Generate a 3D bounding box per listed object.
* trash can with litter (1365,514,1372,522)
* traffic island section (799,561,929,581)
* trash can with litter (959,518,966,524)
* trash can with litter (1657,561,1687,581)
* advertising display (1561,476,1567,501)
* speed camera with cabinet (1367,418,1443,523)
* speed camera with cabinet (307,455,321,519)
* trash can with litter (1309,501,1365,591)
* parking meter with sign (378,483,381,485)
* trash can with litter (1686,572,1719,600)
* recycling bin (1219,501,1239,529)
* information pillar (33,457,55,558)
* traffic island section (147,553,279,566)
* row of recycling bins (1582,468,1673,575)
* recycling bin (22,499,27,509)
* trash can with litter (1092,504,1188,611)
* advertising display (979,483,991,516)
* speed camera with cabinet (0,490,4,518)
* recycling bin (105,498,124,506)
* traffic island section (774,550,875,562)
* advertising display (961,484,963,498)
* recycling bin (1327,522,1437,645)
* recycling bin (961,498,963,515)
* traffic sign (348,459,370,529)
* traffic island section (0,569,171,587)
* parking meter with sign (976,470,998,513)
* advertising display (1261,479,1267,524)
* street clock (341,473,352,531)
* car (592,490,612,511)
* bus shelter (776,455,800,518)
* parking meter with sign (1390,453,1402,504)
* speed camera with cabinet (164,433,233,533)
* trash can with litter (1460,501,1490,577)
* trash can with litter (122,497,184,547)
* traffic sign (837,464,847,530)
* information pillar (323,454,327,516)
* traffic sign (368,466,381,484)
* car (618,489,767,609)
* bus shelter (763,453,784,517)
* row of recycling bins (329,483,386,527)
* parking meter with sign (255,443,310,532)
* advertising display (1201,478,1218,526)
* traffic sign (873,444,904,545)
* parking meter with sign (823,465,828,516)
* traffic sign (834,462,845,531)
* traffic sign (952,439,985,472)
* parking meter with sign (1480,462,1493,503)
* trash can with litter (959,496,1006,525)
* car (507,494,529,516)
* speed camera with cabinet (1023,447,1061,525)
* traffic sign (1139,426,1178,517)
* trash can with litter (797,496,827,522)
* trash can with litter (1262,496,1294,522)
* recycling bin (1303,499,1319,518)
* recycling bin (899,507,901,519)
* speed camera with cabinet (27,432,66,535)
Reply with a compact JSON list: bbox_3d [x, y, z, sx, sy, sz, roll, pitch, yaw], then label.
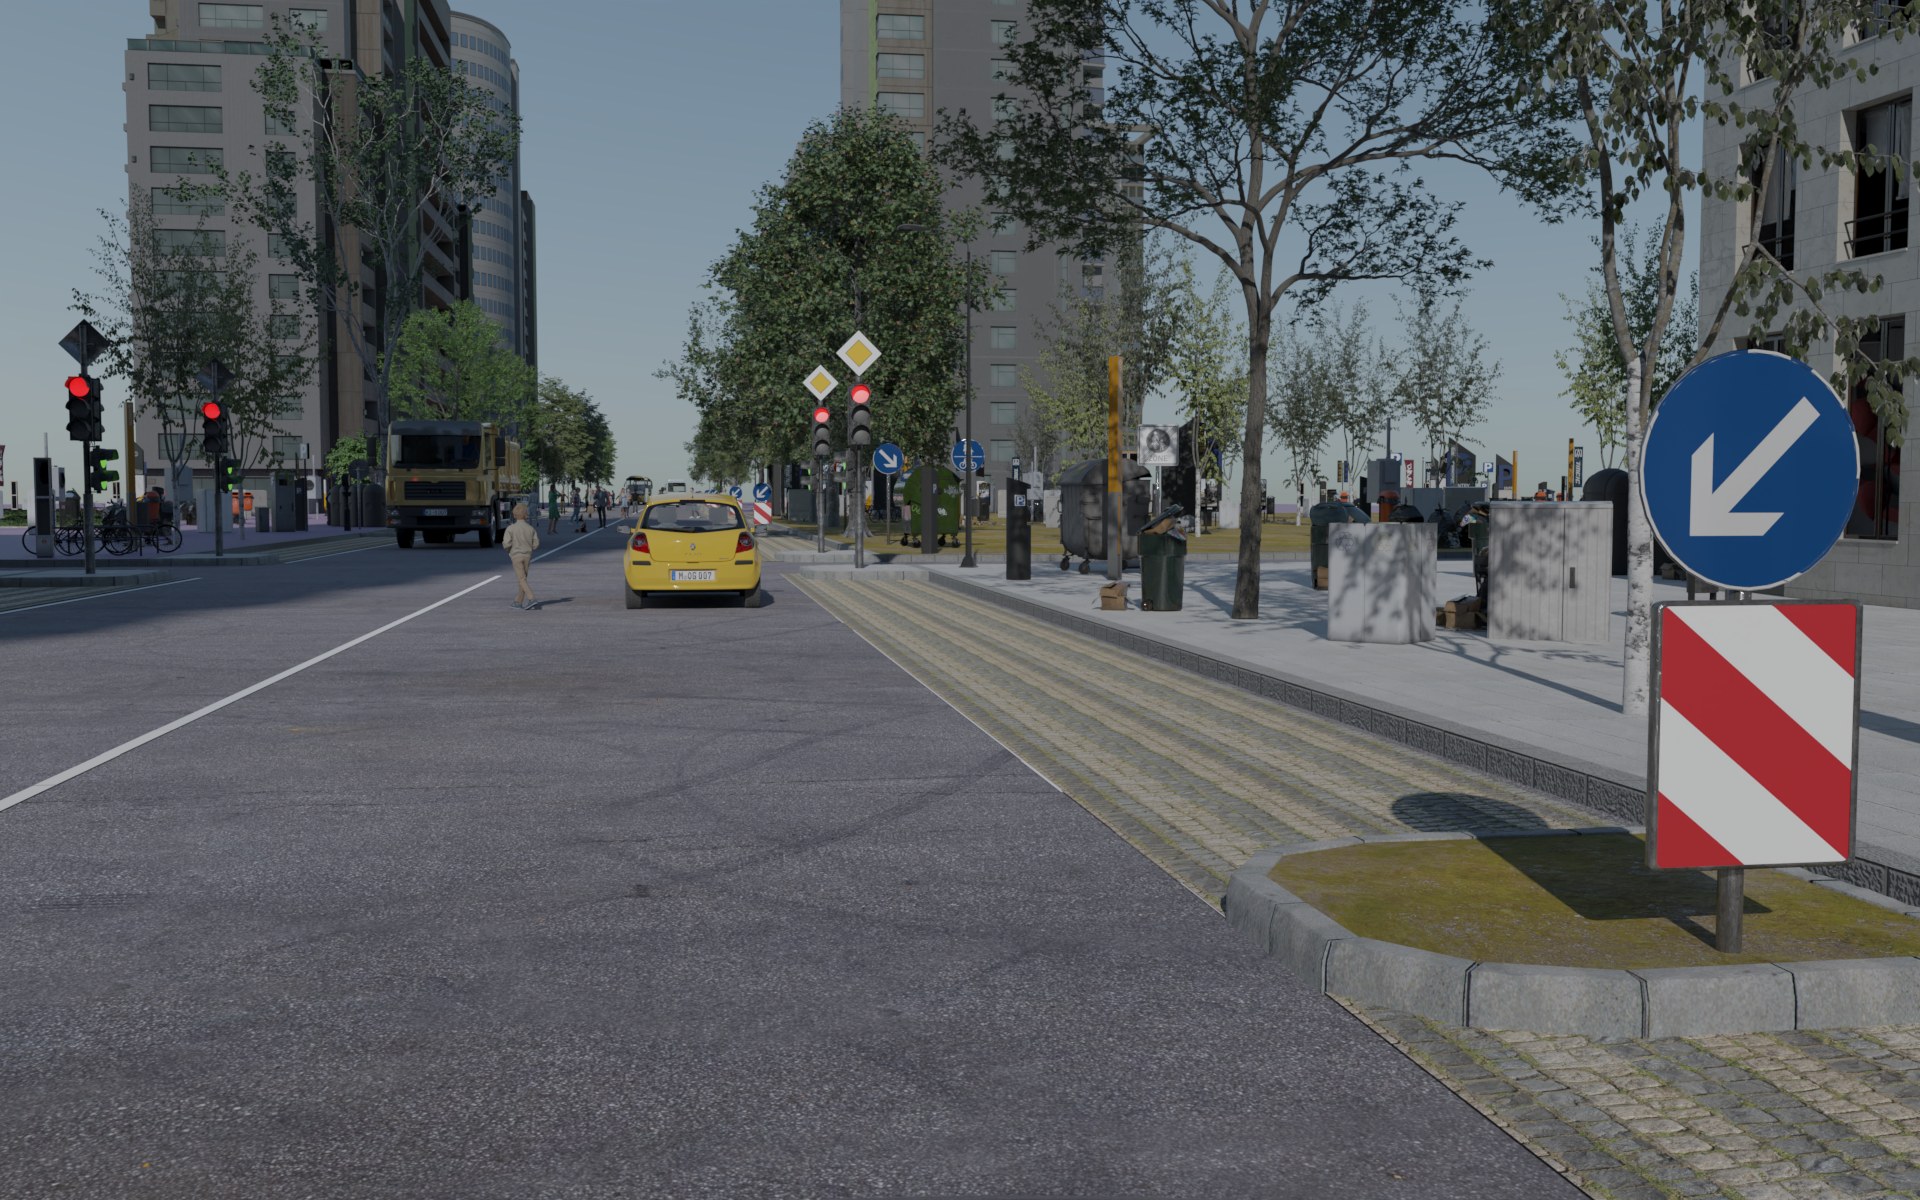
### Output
[{"bbox_3d":[6.234,-0.934,26.654,0.624,1.170,1.055,-3,4,-39],"label":"trash can with litter"},{"bbox_3d":[-1.717,-0.469,29.944,2.009,0.180,2.903,-1,4,-9],"label":"traffic island section"},{"bbox_3d":[-0.184,-3.815,73.761,1.055,1.170,0.624,2,4,32],"label":"trash can with litter"},{"bbox_3d":[10.770,-0.872,25.639,0.624,1.170,1.055,-1,4,-20],"label":"trash can with litter"},{"bbox_3d":[21.393,-3.433,61.350,0.123,1.923,0.974,2,4,24],"label":"advertising display"},{"bbox_3d":[11.655,-3.118,45.316,2.038,3.252,0.660,-1,4,-22],"label":"speed camera with cabinet"},{"bbox_3d":[-33.417,-5.708,87.662,2.038,3.252,0.660,1,4,10],"label":"speed camera with cabinet"},{"bbox_3d":[5.031,-0.730,23.321,0.624,1.170,1.055,0,4,7],"label":"trash can with litter"},{"bbox_3d":[-35.843,-6.662,105.183,1.738,3.016,0.543,1,4,11],"label":"parking meter with sign"},{"bbox_3d":[7.461,-0.349,16.761,2.233,1.210,1.678,-3,5,-44],"label":"trash can with litter"},{"bbox_3d":[9.905,-3.133,63.780,0.722,1.027,0.722,0,4,7],"label":"recycling bin"},{"bbox_3d":[-18.409,-1.854,34.805,0.304,2.012,0.304,-1,4,-22],"label":"information pillar"},{"bbox_3d":[-15.336,-0.828,35.818,2.009,0.180,2.903,-1,4,-9],"label":"traffic island section"},{"bbox_3d":[11.763,-1.255,27.634,3.534,1.692,1.069,0,3,0],"label":"row of recycling bins"},{"bbox_3d":[-51.849,-5.137,96.549,0.722,1.027,0.722,-2,4,-26],"label":"recycling bin"},{"bbox_3d":[1.980,-0.468,19.046,1.055,1.170,0.624,1,4,12],"label":"trash can with litter"},{"bbox_3d":[1.463,-5.985,103.061,0.123,1.923,0.974,-3,4,-38],"label":"advertising display"},{"bbox_3d":[-44.307,-5.135,78.295,0.660,3.252,2.038,1,4,15],"label":"speed camera with cabinet"},{"bbox_3d":[-49.177,-5.395,100.766,0.722,1.027,0.722,0,4,7],"label":"recycling bin"},{"bbox_3d":[-3.008,-0.951,37.824,2.009,0.180,2.903,-1,4,-9],"label":"traffic island section"},{"bbox_3d":[0.331,-6.263,107.619,0.123,1.923,0.974,-2,4,-34],"label":"advertising display"},{"bbox_3d":[3.701,-0.160,15.175,0.722,1.027,0.722,3,5,39],"label":"recycling bin"},{"bbox_3d":[0.509,-5.628,104.580,0.722,1.027,0.722,-3,4,-37],"label":"recycling bin"},{"bbox_3d":[-21.757,-3.829,62.702,0.768,2.556,0.104,0,4,-4],"label":"traffic sign"},{"bbox_3d":[-14.046,-0.346,27.938,2.009,0.180,2.903,-1,4,-9],"label":"traffic island section"},{"bbox_3d":[1.939,-7.239,114.620,1.738,3.016,0.543,1,4,18],"label":"parking meter with sign"},{"bbox_3d":[12.723,-4.200,73.885,0.974,1.923,0.123,-3,5,-42],"label":"advertising display"},{"bbox_3d":[-21.288,-3.399,60.142,0.358,2.002,0.471,0,4,-6],"label":"street clock"},{"bbox_3d":[-31.564,-8.737,151.523,2.281,1.827,5.304,-1,4,-9],"label":"car"},{"bbox_3d":[-8.775,-7.096,93.647,2.179,5.291,8.768,-1,4,-9],"label":"bus shelter"},{"bbox_3d":[18.542,-4.740,73.756,0.543,3.016,1.738,1,4,16],"label":"parking meter with sign"},{"bbox_3d":[-24.970,-3.821,56.809,0.660,3.252,2.038,3,4,37],"label":"speed camera with cabinet"},{"bbox_3d":[8.286,-0.936,26.683,1.055,1.170,0.624,-2,4,-28],"label":"trash can with litter"},{"bbox_3d":[-20.071,-1.967,43.225,1.678,1.210,2.233,1,4,10],"label":"trash can with litter"},{"bbox_3d":[-3.805,-3.399,57.709,0.606,2.300,0.079,0,4,-5],"label":"traffic sign"},{"bbox_3d":[-36.725,-6.657,100.193,0.183,3.616,0.504,-1,4,-14],"label":"information pillar"},{"bbox_3d":[-26.278,-4.765,78.016,0.768,2.556,0.104,0,4,-3],"label":"traffic sign"},{"bbox_3d":[-3.554,-0.785,23.057,2.015,1.641,3.980,-1,4,-9],"label":"car"},{"bbox_3d":[-10.666,-6.745,101.570,1.731,3.624,6.357,-1,4,-9],"label":"bus shelter"},{"bbox_3d":[-23.622,-3.717,67.889,1.069,1.692,3.534,-3,5,-45],"label":"row of recycling bins"},{"bbox_3d":[-22.966,-3.816,58.660,0.543,3.016,1.738,3,5,44],"label":"parking meter with sign"},{"bbox_3d":[9.826,-3.883,68.705,0.974,1.923,0.123,-2,4,-34],"label":"advertising display"},{"bbox_3d":[-1.807,-2.668,43.732,0.768,2.556,0.104,0,4,0],"label":"traffic sign"},{"bbox_3d":[-8.149,-6.577,103.795,0.543,3.016,1.738,-1,4,-13],"label":"parking meter with sign"},{"bbox_3d":[-3.983,-3.660,59.944,0.768,2.556,0.104,0,4,-4],"label":"traffic sign"},{"bbox_3d":[0.185,-2.459,40.317,0.768,2.556,0.104,0,4,-3],"label":"traffic sign"},{"bbox_3d":[28.678,-6.016,94.618,0.543,3.016,1.738,2,4,27],"label":"parking meter with sign"},{"bbox_3d":[0.877,-3.705,71.635,2.233,1.210,1.678,3,4,39],"label":"trash can with litter"},{"bbox_3d":[-25.894,-5.593,101.670,2.015,1.641,3.980,-1,4,-10],"label":"car"},{"bbox_3d":[3.624,-4.800,72.821,2.038,3.252,0.660,-2,4,-32],"label":"speed camera with cabinet"},{"bbox_3d":[2.903,-1.429,25.487,0.606,2.300,0.079,0,4,-5],"label":"traffic sign"},{"bbox_3d":[-6.800,-4.281,81.054,2.233,1.210,1.678,-3,5,-39],"label":"trash can with litter"},{"bbox_3d":[14.419,-4.185,79.484,1.678,1.210,2.233,-2,4,-29],"label":"trash can with litter"},{"bbox_3d":[19.106,-4.986,94.080,0.722,1.027,0.722,-1,4,-19],"label":"recycling bin"},{"bbox_3d":[-2.926,-4.808,91.160,0.722,1.027,0.722,0,4,-3],"label":"recycling bin"},{"bbox_3d":[-29.037,-3.713,55.050,0.660,3.252,2.038,-1,4,-11],"label":"speed camera with cabinet"}]
